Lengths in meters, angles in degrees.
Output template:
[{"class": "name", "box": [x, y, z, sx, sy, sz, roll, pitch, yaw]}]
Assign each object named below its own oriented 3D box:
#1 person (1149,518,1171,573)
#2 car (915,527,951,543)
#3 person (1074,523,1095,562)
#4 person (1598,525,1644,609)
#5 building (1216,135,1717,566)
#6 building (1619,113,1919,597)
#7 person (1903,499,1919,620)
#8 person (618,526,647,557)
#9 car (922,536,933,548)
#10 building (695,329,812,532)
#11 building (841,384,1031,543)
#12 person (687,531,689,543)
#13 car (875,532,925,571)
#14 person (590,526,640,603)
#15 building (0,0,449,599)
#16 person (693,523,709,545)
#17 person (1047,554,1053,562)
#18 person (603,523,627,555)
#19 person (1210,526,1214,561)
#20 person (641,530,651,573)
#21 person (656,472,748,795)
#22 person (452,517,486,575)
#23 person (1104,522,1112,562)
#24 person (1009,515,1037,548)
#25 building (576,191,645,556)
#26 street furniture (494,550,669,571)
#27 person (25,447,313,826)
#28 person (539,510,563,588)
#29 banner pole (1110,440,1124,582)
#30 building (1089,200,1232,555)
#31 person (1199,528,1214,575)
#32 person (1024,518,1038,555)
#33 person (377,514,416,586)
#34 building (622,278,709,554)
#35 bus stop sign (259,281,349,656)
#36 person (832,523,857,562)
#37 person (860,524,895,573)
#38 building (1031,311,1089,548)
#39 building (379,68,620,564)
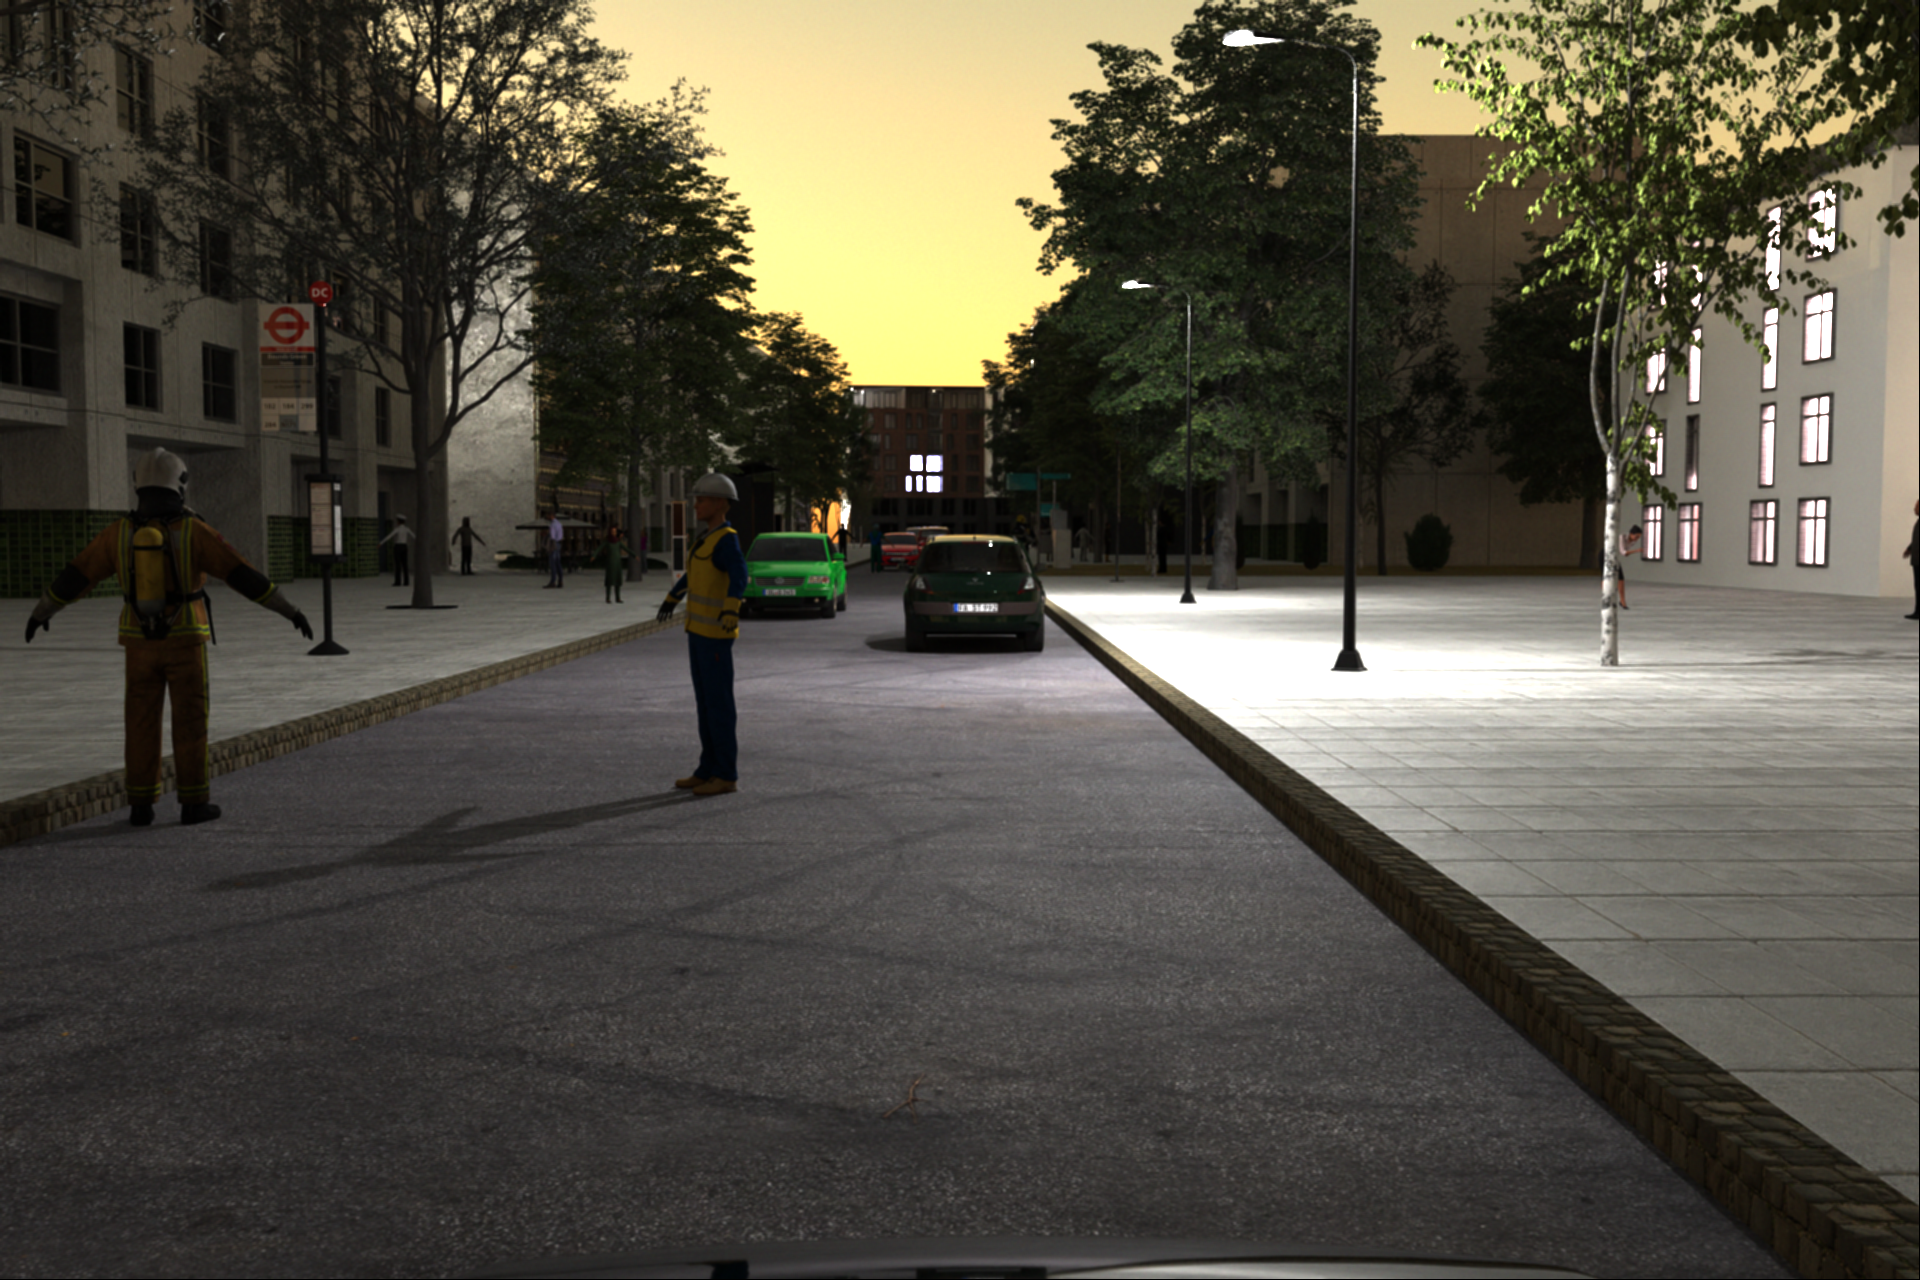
[{"class": "person", "box": [6.624, -3.101, 56.886, 0.705, 1.806, 1.347, 2, 4, 35]}, {"class": "car", "box": [-1.285, -4.908, 88.923, 2.281, 1.827, 5.304, 0, 4, 0]}, {"class": "person", "box": [5.798, -4.570, 80.903, 1.347, 1.806, 0.705, 3, 5, 43]}, {"class": "person", "box": [11.313, -1.246, 29.600, 0.799, 1.438, 0.628, 2, 4, 30]}, {"class": "building", "box": [23.379, -13.399, 85.532, 16.747, 18.905, 31.486, 0, 3, 0]}, {"class": "building", "box": [23.087, -5.675, 34.931, 9.099, 9.664, 28.070, 0, 4, -1]}, {"class": "person", "box": [14.477, -1.219, 26.119, 0.705, 1.807, 1.348, 1, 4, 18]}, {"class": "person", "box": [-14.060, -4.158, 74.128, 1.345, 1.843, 0.704, -2, 4, -26]}, {"class": "car", "box": [-0.687, -3.703, 72.912, 2.083, 1.381, 4.827, 0, 4, 0]}, {"class": "building", "box": [-25.121, -21.054, 175.166, 19.493, 23.208, 18.063, 0, 4, 0]}, {"class": "building", "box": [-0.125, -24.573, 248.192, 32.646, 21.610, 27.936, 0, 4, -7]}, {"class": "person", "box": [-12.146, -4.256, 75.713, 0.704, 1.817, 1.347, -3, 5, -40]}, {"class": "car", "box": [-2.378, -3.604, 67.959, 2.155, 1.783, 4.494, 0, 4, 0]}, {"class": "person", "box": [-6.417, -1.404, 32.167, 0.989, 1.438, 0.599, -3, 4, -37]}, {"class": "building", "box": [-25.675, -10.780, 42.715, 16.747, 18.905, 31.486, 0, 4, 0]}, {"class": "person", "box": [-7.799, -2.918, 54.438, 1.216, 1.740, 0.721, -1, 4, -21]}, {"class": "person", "box": [4.247, -4.568, 80.965, 1.348, 1.796, 0.705, 2, 4, 28]}, {"class": "person", "box": [-16.703, -4.793, 84.301, 1.347, 1.837, 0.705, 0, 4, -7]}, {"class": "person", "box": [12.128, -4.650, 82.833, 0.721, 1.733, 1.217, 3, 5, 42]}, {"class": "person", "box": [-10.465, -2.917, 56.960, 0.991, 1.433, 0.599, 3, 5, 41]}, {"class": "person", "box": [-1.451, -0.043, 9.629, 0.721, 1.772, 1.216, -2, 4, -27]}, {"class": "person", "box": [-15.453, -2.946, 54.298, 0.705, 1.813, 1.348, 2, 4, 31]}, {"class": "person", "box": [6.760, -4.451, 78.904, 0.704, 1.812, 1.346, 0, 4, 4]}, {"class": "person", "box": [1.842, -2.837, 52.154, 0.704, 1.858, 1.351, -2, 4, -34]}, {"class": "building", "box": [-24.925, -14.715, 97.005, 16.016, 20.090, 11.380, 0, 4, -1]}, {"class": "street furniture", "box": [-14.581, -3.023, 65.059, 5.734, 0.657, 10.072, -1, 4, -21]}, {"class": "person", "box": [-3.936, -0.022, 8.593, 1.354, 1.858, 0.705, -1, 4, -10]}, {"class": "person", "box": [-9.716, -2.143, 40.953, 0.599, 1.838, 0.709, 1, 4, 9]}, {"class": "banner pole", "box": [4.220, -3.435, 46.185, 0.401, 3.779, 0.863, 0, 4, 0]}, {"class": "building", "box": [22.859, -17.036, 122.519, 27.936, 21.610, 32.646, 0, 4, 0]}, {"class": "person", "box": [8.005, -2.924, 53.783, 1.349, 1.833, 0.705, -2, 4, -34]}, {"class": "person", "box": [2.304, -3.467, 62.463, 1.354, 1.856, 0.705, -2, 4, -32]}, {"class": "person", "box": [-13.869, -2.225, 42.837, 0.721, 1.778, 1.216, 3, 4, 38]}, {"class": "building", "box": [-29.145, -16.022, 128.420, 16.747, 18.905, 31.486, 0, 4, -1]}, {"class": "bus stop sign", "box": [-6.956, -1.814, 18.356, 0.855, 3.939, 0.416, 0, 4, -1]}, {"class": "person", "box": [-5.415, -4.536, 80.382, 1.346, 1.802, 0.704, 2, 4, 25]}, {"class": "person", "box": [-3.068, -3.364, 63.588, 1.347, 1.817, 0.704, 1, 4, 16]}, {"class": "building", "box": [21.014, -20.271, 175.402, 27.936, 21.610, 32.646, 0, 3, 0]}, {"class": "building", "box": [-27.511, -15.428, 83.169, 19.493, 23.208, 18.063, 0, 4, 0]}]
